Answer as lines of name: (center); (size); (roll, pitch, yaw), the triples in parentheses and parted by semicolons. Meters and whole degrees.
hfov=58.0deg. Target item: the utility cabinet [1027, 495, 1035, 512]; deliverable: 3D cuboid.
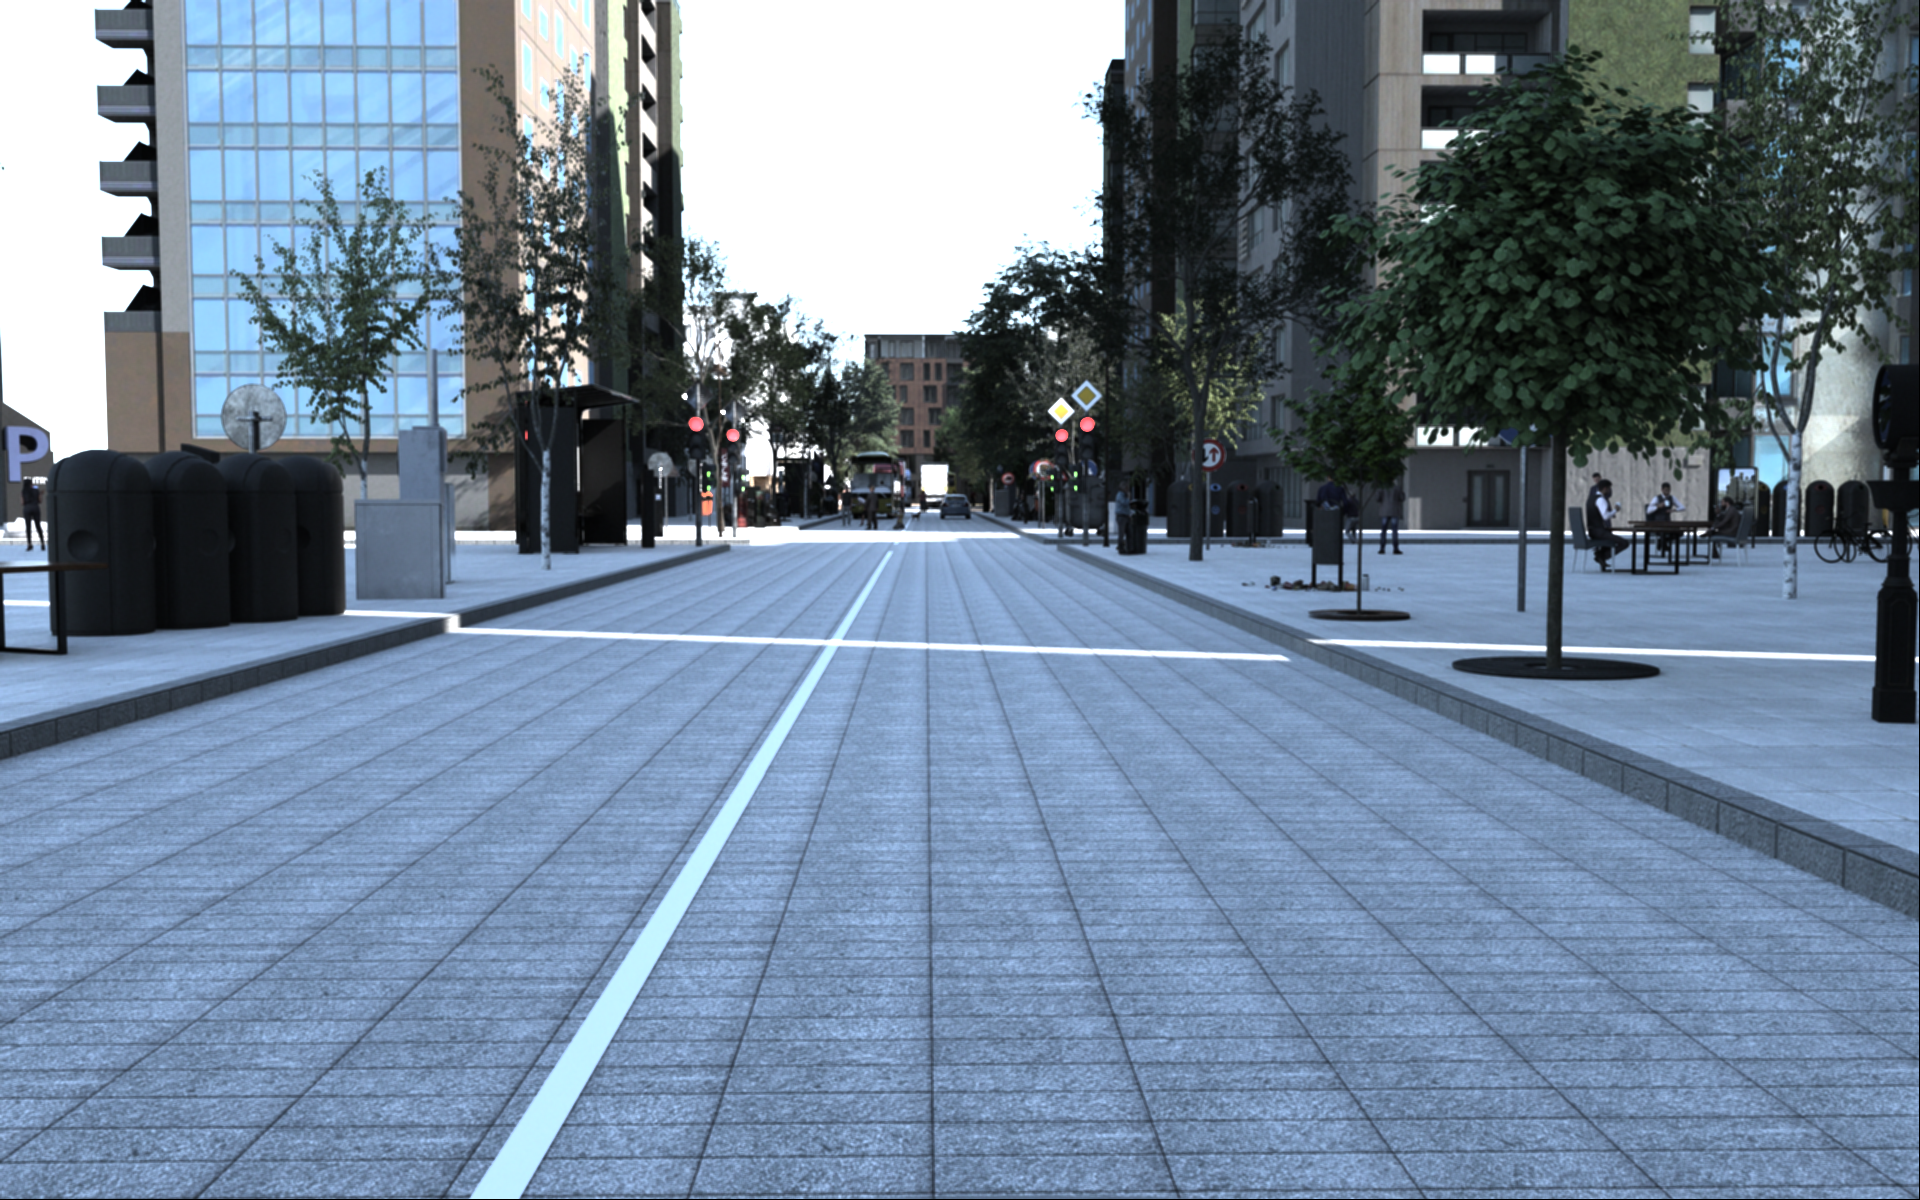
utility cabinet: (3.935, -4.877, 90.895); (1.020, 1.237, 0.306); (3, 4, 36)

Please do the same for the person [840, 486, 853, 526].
person: (-5.049, -4.165, 76.723); (0.598, 1.807, 0.434); (3, 5, 42)

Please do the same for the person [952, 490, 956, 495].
person: (-0.592, -8.058, 141.038); (0.721, 1.735, 1.217); (2, 4, 30)

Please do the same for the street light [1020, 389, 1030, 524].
street light: (2.861, -6.264, 75.197); (0.468, 5.910, 1.993); (0, 4, -1)

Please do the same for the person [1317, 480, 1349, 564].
person: (6.788, -1.517, 31.550); (0.576, 1.737, 0.504); (1, 4, 14)

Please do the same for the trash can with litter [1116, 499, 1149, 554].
trash can with litter: (3.653, -1.587, 37.332); (0.624, 1.170, 1.055); (-1, 4, -19)

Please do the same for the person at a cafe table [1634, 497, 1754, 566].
person at a cafe table: (13.407, -1.255, 31.386); (1.726, 1.238, 1.698); (3, 5, 44)

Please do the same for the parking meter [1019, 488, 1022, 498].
parking meter: (4.405, -7.363, 126.102); (0.255, 1.863, 0.399); (0, 3, 0)

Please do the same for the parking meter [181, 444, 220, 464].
parking meter: (-8.821, -0.886, 20.194); (0.399, 1.863, 0.255); (0, 4, -1)

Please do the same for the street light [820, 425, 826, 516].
street light: (-7.989, -7.805, 100.404); (0.468, 5.910, 1.993); (0, 4, -1)

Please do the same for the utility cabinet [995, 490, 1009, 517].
utility cabinet: (2.346, -5.409, 97.113); (0.318, 1.500, 1.173); (-2, 4, -26)

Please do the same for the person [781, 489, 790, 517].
person: (-9.649, -5.307, 95.028); (0.569, 1.553, 0.471); (1, 4, 13)

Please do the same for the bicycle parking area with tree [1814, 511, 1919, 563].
bicycle parking area with tree: (20.938, -2.686, 30.923); (9.016, 4.147, 8.231); (-1, 4, -15)

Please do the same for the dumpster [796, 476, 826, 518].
dumpster: (-7.984, -5.522, 92.777); (1.502, 2.255, 1.985); (0, 4, -1)

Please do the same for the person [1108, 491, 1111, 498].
person: (7.202, -4.740, 86.776); (0.697, 1.427, 0.421); (0, 4, 7)

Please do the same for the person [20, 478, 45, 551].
person: (-21.014, -1.941, 39.249); (0.415, 1.643, 0.593); (0, 4, 8)

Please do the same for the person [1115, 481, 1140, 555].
person: (3.456, -1.712, 36.246); (0.499, 1.552, 0.429); (-3, 5, -41)

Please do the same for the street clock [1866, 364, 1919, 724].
street clock: (5.271, -0.315, 9.720); (0.358, 2.002, 0.471); (1, 4, 16)

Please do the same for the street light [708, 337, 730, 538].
street light: (-7.060, -4.779, 50.916); (0.468, 5.910, 1.993); (0, 4, -1)

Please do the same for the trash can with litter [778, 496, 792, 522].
trash can with litter: (-8.617, -4.272, 80.905); (1.678, 1.210, 2.233); (2, 4, 24)

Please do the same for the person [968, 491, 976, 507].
person: (1.318, -10.368, 175.522); (0.705, 1.831, 1.348); (2, 4, 35)

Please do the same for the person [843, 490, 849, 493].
person: (-10.703, -9.591, 163.664); (0.742, 1.727, 0.445); (-1, 4, -11)

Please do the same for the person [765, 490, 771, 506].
person: (-12.665, -6.443, 113.452); (0.516, 1.574, 0.319); (0, 4, -4)

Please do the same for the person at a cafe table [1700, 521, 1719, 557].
person at a cafe table: (14.578, -1.647, 35.444); (1.698, 1.524, 1.622); (0, 4, -5)

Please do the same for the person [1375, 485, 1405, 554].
person: (9.205, -1.846, 37.049); (0.655, 1.722, 0.431); (2, 4, 25)

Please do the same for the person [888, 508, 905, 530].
person: (-2.545, -3.285, 70.131); (0.695, 0.859, 0.347); (-2, 4, -33)

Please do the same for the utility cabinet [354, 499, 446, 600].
utility cabinet: (-6.853, -0.615, 21.225); (1.020, 1.237, 0.306); (-1, 4, -9)

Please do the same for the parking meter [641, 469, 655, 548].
parking meter: (-7.465, -2.182, 41.389); (0.255, 1.863, 0.399); (-1, 4, -22)

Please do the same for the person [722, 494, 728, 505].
person: (-15.373, -6.358, 113.908); (0.340, 1.345, 0.435); (2, 4, 30)

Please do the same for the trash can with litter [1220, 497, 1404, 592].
trash can with litter: (4.794, -0.763, 23.534); (1.678, 1.210, 2.233); (-2, 4, -32)

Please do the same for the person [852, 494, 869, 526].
person: (-4.415, -4.041, 77.760); (0.799, 1.438, 0.628); (-2, 4, -25)

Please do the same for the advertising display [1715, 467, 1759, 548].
advertising display: (18.514, -2.206, 41.286); (0.123, 1.923, 0.974); (-3, 4, -38)

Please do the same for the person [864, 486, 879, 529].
person: (-3.607, -3.730, 70.031); (0.434, 1.755, 0.990); (3, 4, 37)

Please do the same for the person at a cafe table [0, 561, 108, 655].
person at a cafe table: (-8.040, -0.169, 13.622); (1.726, 1.238, 1.698); (2, 4, 24)

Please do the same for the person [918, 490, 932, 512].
person: (-2.768, -7.740, 135.765); (1.217, 1.735, 0.721); (-2, 4, -26)

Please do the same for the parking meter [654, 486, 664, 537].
parking meter: (-9.021, -2.639, 51.565); (0.372, 1.533, 0.369); (0, 3, 0)

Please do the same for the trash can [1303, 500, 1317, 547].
trash can: (8.700, -1.857, 42.014); (0.748, 1.137, 0.748); (0, 3, 0)

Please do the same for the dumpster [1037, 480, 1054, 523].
dumpster: (4.269, -4.620, 78.038); (1.502, 2.255, 1.985); (0, 4, -1)

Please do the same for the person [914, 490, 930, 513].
person: (-2.886, -7.459, 131.166); (1.217, 1.743, 0.721); (1, 4, 13)

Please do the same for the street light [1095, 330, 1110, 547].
street light: (3.562, -4.233, 41.997); (0.468, 5.910, 1.993); (0, 4, -1)

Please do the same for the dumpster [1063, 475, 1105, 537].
dumpster: (3.805, -2.856, 52.456); (1.264, 1.857, 1.865); (0, 4, -1)

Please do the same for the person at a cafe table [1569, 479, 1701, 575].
person at a cafe table: (10.743, -1.198, 28.097); (1.622, 1.524, 1.698); (0, 4, -5)

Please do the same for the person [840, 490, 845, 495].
person: (-10.398, -9.001, 154.016); (0.742, 1.727, 0.445); (0, 4, -6)

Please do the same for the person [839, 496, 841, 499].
person: (-11.666, -9.520, 164.947); (0.557, 1.426, 1.065); (3, 5, 41)

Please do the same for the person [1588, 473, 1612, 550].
person: (14.500, -2.001, 39.213); (0.683, 1.767, 0.568); (3, 5, 44)

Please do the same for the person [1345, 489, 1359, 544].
person: (10.127, -2.089, 44.865); (0.569, 1.553, 0.471); (0, 4, 7)
